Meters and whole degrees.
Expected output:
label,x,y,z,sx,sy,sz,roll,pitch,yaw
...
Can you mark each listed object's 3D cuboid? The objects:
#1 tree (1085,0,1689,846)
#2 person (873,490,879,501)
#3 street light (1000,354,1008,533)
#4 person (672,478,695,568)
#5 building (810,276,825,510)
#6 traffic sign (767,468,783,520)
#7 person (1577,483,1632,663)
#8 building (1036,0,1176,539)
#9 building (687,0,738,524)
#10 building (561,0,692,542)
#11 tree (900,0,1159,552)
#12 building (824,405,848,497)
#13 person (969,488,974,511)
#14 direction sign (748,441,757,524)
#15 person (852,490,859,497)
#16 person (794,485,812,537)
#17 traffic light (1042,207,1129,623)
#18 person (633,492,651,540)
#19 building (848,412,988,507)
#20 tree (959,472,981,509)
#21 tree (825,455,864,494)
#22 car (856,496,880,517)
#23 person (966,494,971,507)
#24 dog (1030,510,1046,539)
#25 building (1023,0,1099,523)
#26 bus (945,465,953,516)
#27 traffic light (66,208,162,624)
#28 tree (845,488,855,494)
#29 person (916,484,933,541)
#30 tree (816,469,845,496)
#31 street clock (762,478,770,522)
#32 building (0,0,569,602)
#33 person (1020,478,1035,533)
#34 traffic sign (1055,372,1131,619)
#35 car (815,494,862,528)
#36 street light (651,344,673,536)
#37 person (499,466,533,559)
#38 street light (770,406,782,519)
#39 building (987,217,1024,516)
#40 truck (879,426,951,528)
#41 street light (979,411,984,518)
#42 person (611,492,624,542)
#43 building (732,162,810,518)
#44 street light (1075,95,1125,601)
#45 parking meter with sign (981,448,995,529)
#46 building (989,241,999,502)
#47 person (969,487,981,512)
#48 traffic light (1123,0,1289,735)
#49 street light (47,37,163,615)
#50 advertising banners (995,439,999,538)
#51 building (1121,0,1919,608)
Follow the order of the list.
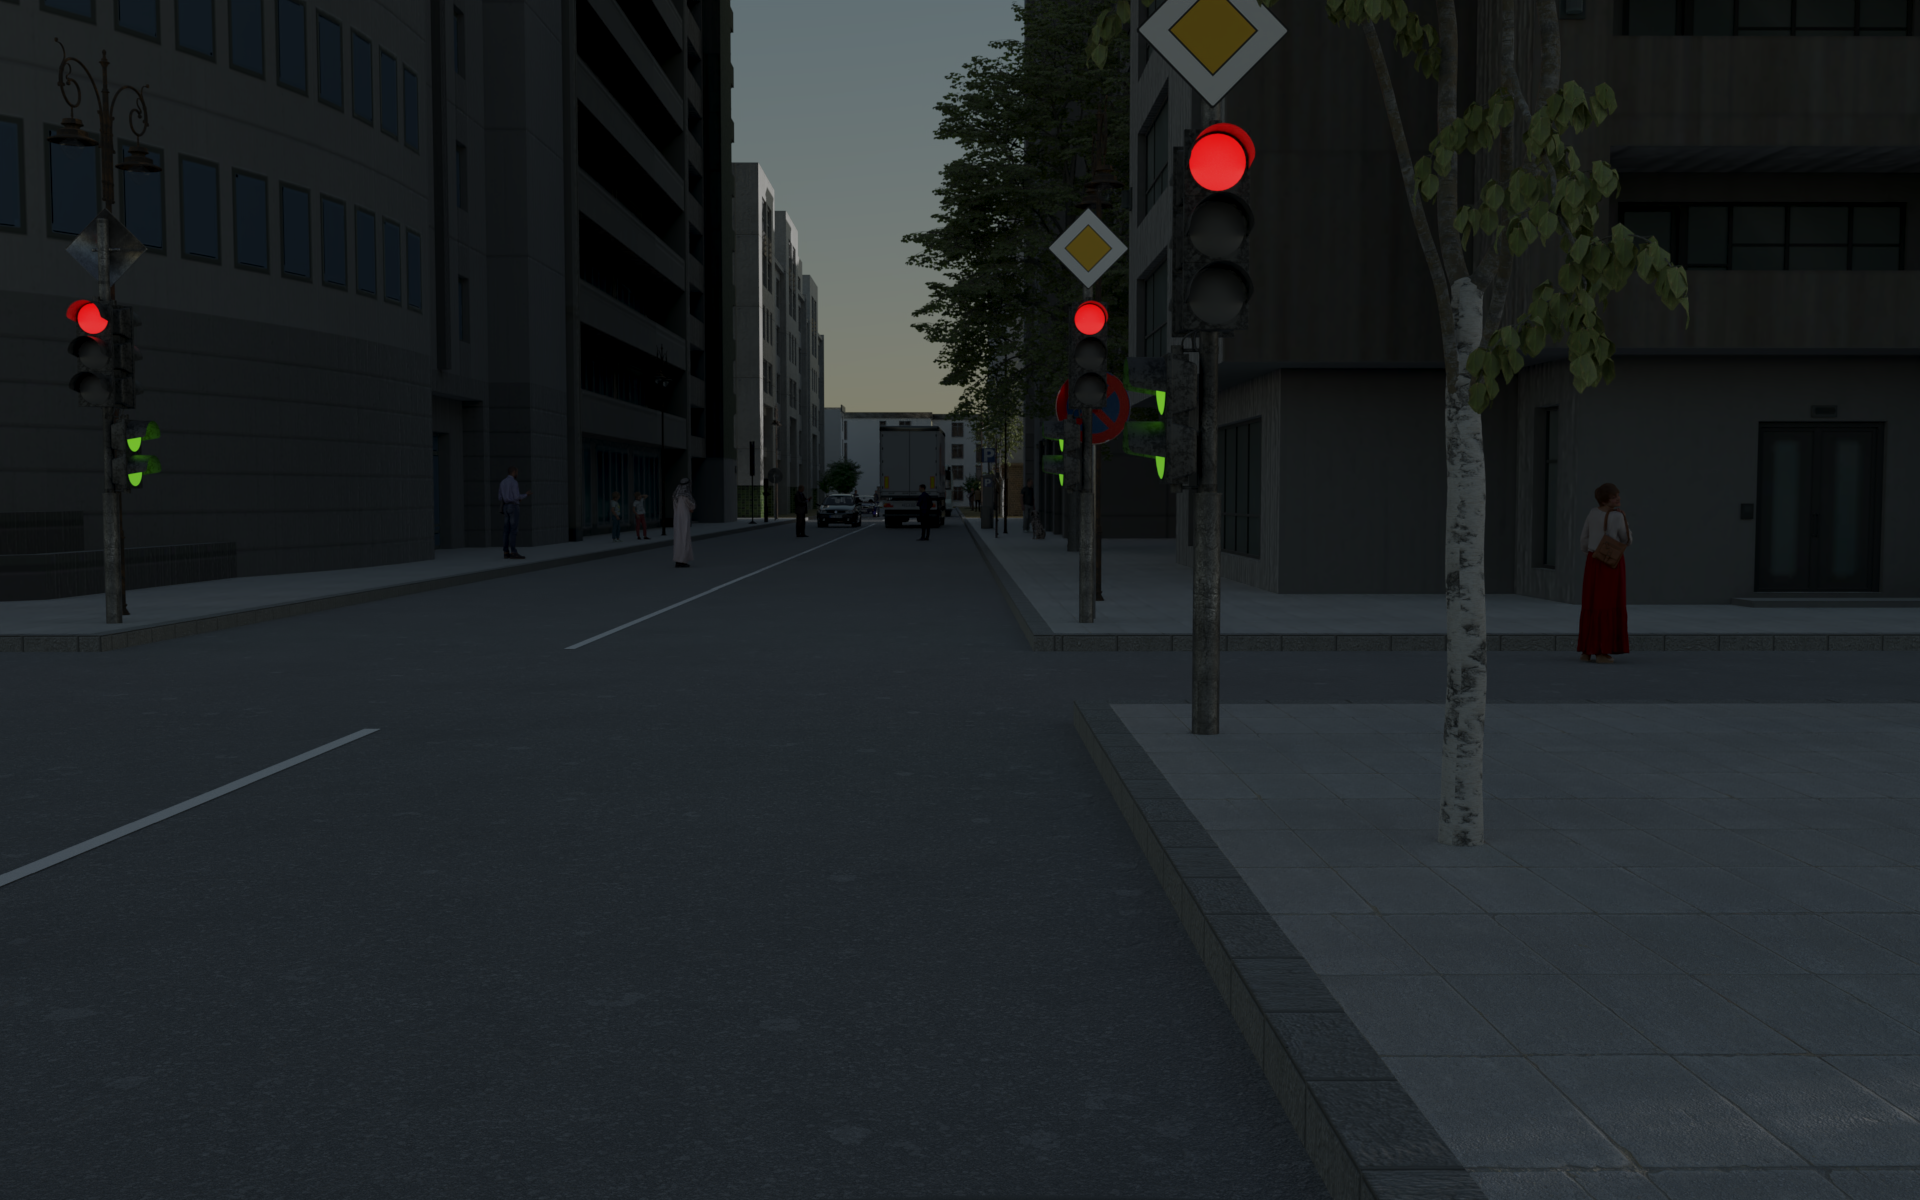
label,x,y,z,sx,sy,sz,roll,pitch,yaw
tree,1.621,-3.405,6.040,4.737,8.622,4.395,0,3,0
person,-7.255,-8.669,150.771,0.617,1.759,0.750,-1,4,-21
street light,1.482,-5.108,56.307,0.468,5.910,1.993,0,4,0
person,-5.381,-1.507,33.808,0.551,1.740,0.621,2,4,34
building,-20.439,-16.714,139.730,16.747,18.905,31.486,0,4,0
traffic sign,-8.977,-5.135,84.056,0.768,2.556,0.104,0,4,6
person,5.466,-0.230,14.721,0.387,1.526,0.523,-1,4,-21
building,13.175,-37.562,52.394,20.563,71.187,20.611,0,4,0
building,-17.489,-18.488,73.988,14.160,30.474,14.107,0,4,0
building,-21.021,-26.403,55.392,21.300,48.544,21.600,0,4,0
tree,2.271,-7.339,38.125,7.486,12.596,7.792,0,3,0
building,-25.068,-13.513,163.088,28.070,9.664,9.099,0,4,0
person,0.903,-7.763,133.516,0.434,1.755,0.990,0,4,8
direction sign,-8.912,-5.036,74.333,0.379,3.537,0.876,-1,4,-19
person,-6.633,-6.146,109.907,0.541,1.710,0.530,-1,4,-15
person,-5.223,-2.959,57.563,0.600,1.739,0.565,-1,4,-9
traffic light,1.242,-1.727,17.160,0.839,4.253,0.868,0,4,0
person,-8.966,-2.375,48.785,0.340,1.345,0.435,2,4,30
building,-2.964,-14.658,181.812,28.070,9.664,9.099,0,4,0
tree,1.278,-9.834,155.394,1.663,3.219,1.824,0,3,0
tree,-9.661,-9.827,144.380,4.285,4.588,4.351,0,3,0
car,-5.912,-5.789,107.232,1.945,1.354,3.894,0,4,1
person,1.012,-9.766,166.647,0.756,1.711,0.436,1,4,12
dog,2.186,-2.137,49.316,0.513,0.831,0.800,1,4,11
building,13.367,-32.731,77.149,21.231,58.520,28.212,0,4,0
bus,-1.891,-7.318,114.509,2.948,3.499,13.247,0,4,-2
traffic light,-8.379,-1.722,17.076,0.839,4.253,0.868,0,4,0
tree,-10.579,-9.790,154.671,1.663,3.219,1.824,0,3,0
person,-1.156,-2.702,53.390,0.504,1.737,0.576,1,4,23
tree,-10.075,-8.426,132.370,1.663,3.219,1.824,0,3,0
street clock,-8.811,-4.531,78.651,0.358,2.002,0.471,0,4,-3
building,-20.775,-29.854,30.110,21.231,58.520,28.212,0,4,0
person,2.276,-3.146,57.613,0.598,1.807,0.434,-2,4,-31
traffic sign,1.358,-1.080,17.763,0.768,2.556,0.104,0,3,0
car,-5.239,-4.011,75.367,2.009,1.686,4.222,0,4,1
street light,-9.166,-4.932,53.428,0.468,5.910,1.993,0,4,0
person,-8.782,-1.738,34.330,0.709,1.838,0.599,3,5,42
street light,-9.400,-7.088,88.671,0.468,5.910,1.993,0,4,0
building,9.916,-15.962,117.395,16.016,20.091,11.380,0,4,0
truck,-1.948,-5.366,76.655,2.839,4.237,11.283,0,4,1
street light,1.137,-7.289,91.957,0.468,5.910,1.993,0,4,0
person,-9.153,-2.221,46.259,0.340,1.345,0.435,-1,4,-15
building,-19.204,-14.792,108.311,16.747,18.905,31.486,0,4,0
street light,1.647,-2.928,20.659,0.468,5.910,1.993,0,4,0
parking meter with sign,1.033,-4.196,64.860,0.543,3.016,1.738,0,4,4
building,16.427,-18.806,151.447,27.936,21.610,32.646,0,4,0
person,1.284,-7.264,124.902,1.348,1.812,0.705,0,4,6
traffic light,1.298,-1.239,9.175,0.839,4.253,0.868,0,4,0
street light,-8.899,-2.777,18.185,0.468,5.910,1.993,0,4,0
advertising banners,1.071,-3.346,50.887,0.090,3.025,2.074,0,4,3
building,10.022,-15.460,24.466,14.107,30.474,14.160,0,4,0
